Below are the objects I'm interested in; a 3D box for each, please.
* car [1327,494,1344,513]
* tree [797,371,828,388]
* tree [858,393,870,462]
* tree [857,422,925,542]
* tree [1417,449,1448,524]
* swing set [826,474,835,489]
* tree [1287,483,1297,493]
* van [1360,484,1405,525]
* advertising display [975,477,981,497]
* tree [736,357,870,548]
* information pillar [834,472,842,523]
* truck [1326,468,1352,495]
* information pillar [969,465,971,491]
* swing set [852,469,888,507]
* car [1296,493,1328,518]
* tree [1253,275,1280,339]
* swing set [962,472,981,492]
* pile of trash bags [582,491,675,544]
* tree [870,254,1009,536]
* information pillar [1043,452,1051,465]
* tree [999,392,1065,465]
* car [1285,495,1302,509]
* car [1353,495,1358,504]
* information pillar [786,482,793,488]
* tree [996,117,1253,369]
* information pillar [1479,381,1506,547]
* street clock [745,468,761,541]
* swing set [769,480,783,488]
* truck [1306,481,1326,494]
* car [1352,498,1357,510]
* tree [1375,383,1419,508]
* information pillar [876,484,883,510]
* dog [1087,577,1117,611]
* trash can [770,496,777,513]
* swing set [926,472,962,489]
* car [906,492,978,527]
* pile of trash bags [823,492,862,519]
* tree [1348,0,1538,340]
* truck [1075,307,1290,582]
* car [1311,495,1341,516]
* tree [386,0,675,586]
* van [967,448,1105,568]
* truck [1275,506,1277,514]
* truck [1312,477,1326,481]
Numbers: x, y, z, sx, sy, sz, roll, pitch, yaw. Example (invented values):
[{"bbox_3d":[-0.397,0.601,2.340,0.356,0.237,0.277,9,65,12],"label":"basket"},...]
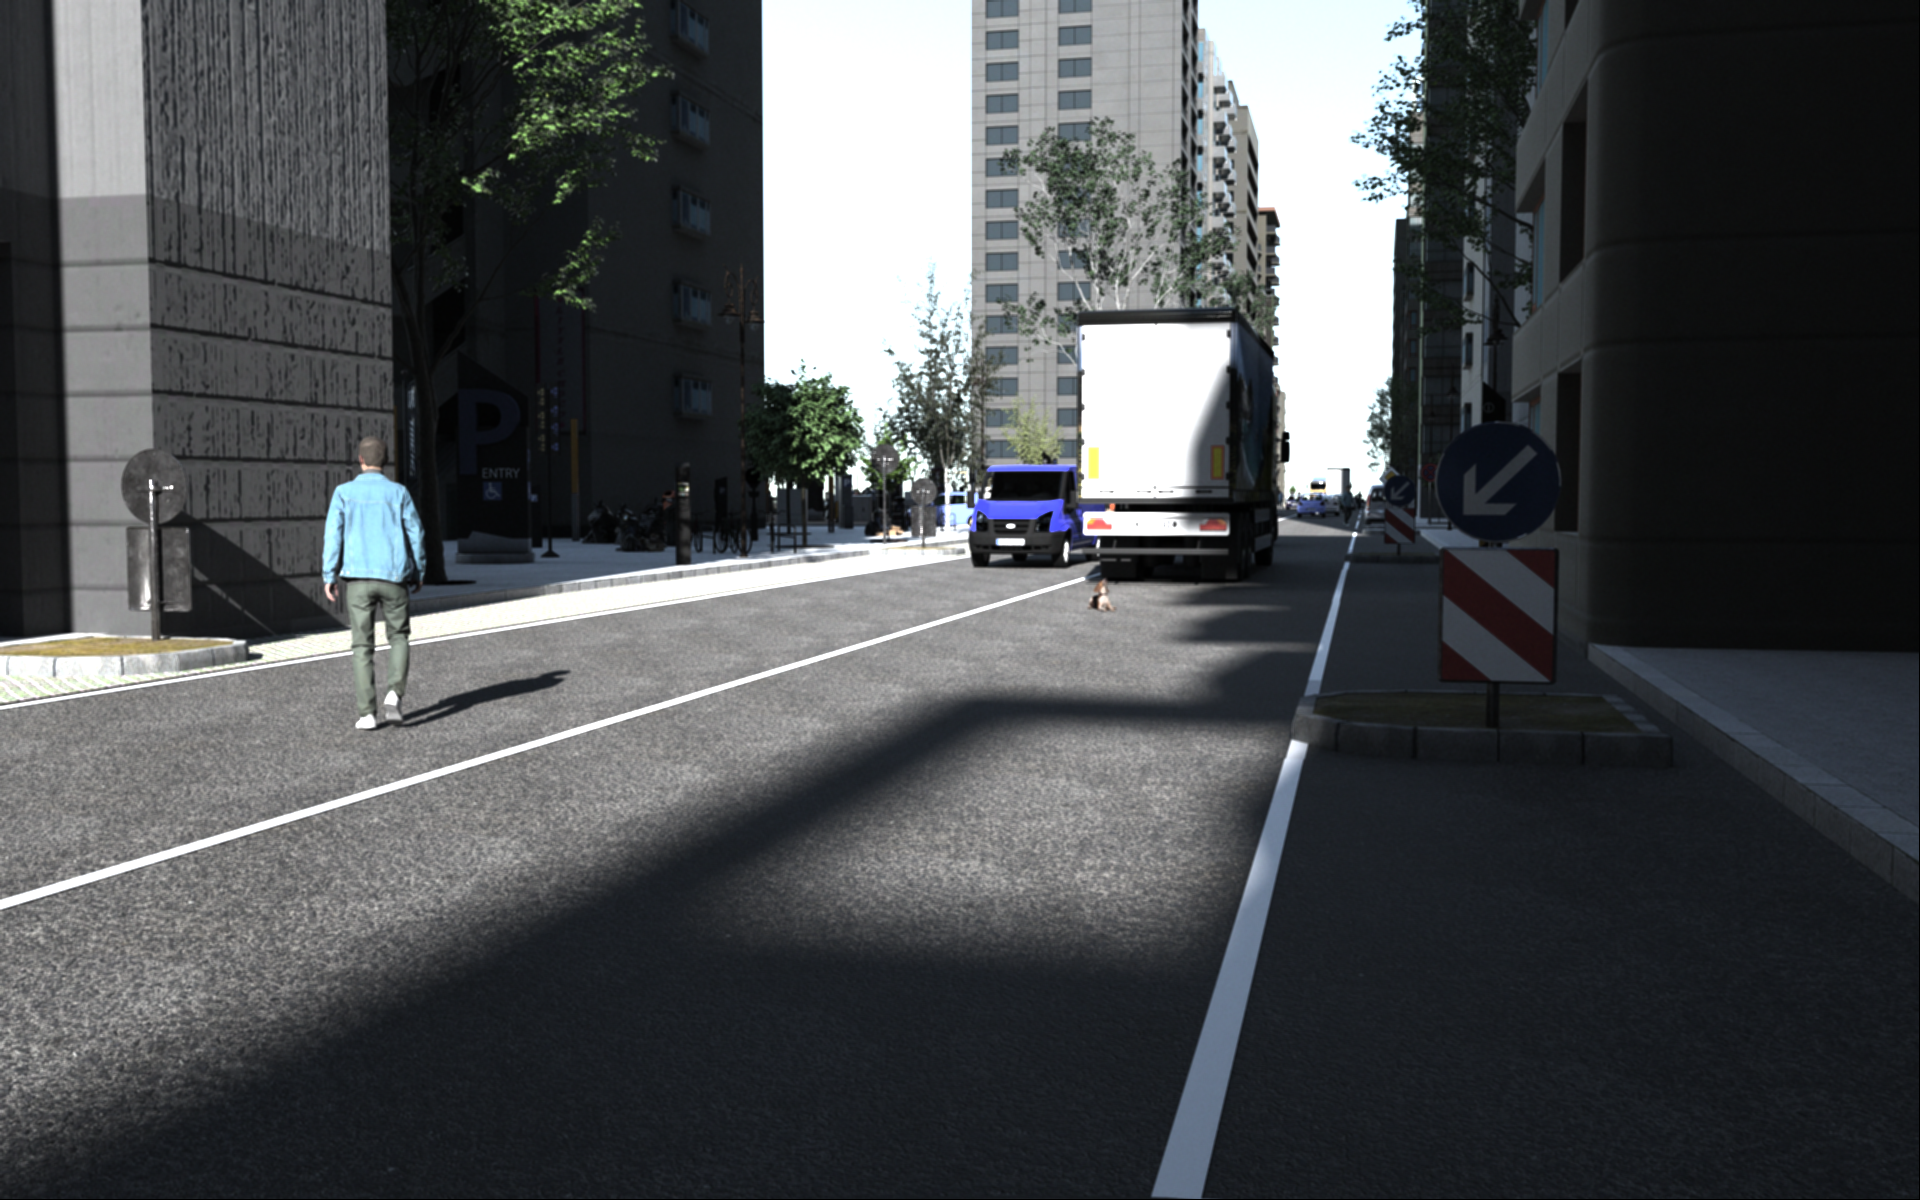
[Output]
[{"bbox_3d":[29.230,-7.542,135.116,2.131,1.459,4.920,1,4,13],"label":"car"},{"bbox_3d":[-8.745,-9.340,103.063,4.737,8.622,4.395,0,3,0],"label":"tree"},{"bbox_3d":[-5.628,-10.574,123.243,4.360,8.622,3.978,0,3,0],"label":"tree"},{"bbox_3d":[-2.033,-3.170,46.425,1.663,3.219,1.824,0,3,0],"label":"tree"},{"bbox_3d":[20.650,-4.922,75.077,1.663,3.219,1.824,0,3,0],"label":"tree"},{"bbox_3d":[-9.573,-8.502,136.623,2.862,2.851,3.119,2,4,28],"label":"swing set"},{"bbox_3d":[58.107,-18.826,302.401,1.663,3.219,1.824,0,3,0],"label":"tree"},{"bbox_3d":[18.241,-4.125,74.452,2.013,2.044,4.112,1,4,12],"label":"van"},{"bbox_3d":[1.151,-4.246,74.629,0.974,1.923,0.123,0,4,7],"label":"advertising display"},{"bbox_3d":[-3.762,-3.548,41.719,4.285,4.588,4.351,0,3,0],"label":"tree"},{"bbox_3d":[-5.307,-5.218,76.669,0.504,3.616,0.183,0,4,5],"label":"information pillar"},{"bbox_3d":[41.495,-12.287,189.808,2.839,4.237,11.283,1,4,13],"label":"truck"},{"bbox_3d":[0.776,-8.543,131.033,0.183,3.616,0.504,1,4,9],"label":"information pillar"},{"bbox_3d":[-4.997,-6.876,110.048,3.119,2.851,2.862,0,4,2],"label":"swing set"},{"bbox_3d":[21.438,-5.870,105.558,1.945,1.707,3.694,1,4,12],"label":"car"},{"bbox_3d":[17.731,-17.115,135.716,12.611,20.169,13.585,0,3,0],"label":"tree"},{"bbox_3d":[2.386,-7.398,118.583,3.119,2.851,2.862,2,4,32],"label":"swing set"},{"bbox_3d":[-8.202,-2.132,44.618,3.447,1.369,1.912,3,5,44],"label":"pile of trash bags"},{"bbox_3d":[-0.388,-6.276,52.969,4.360,8.622,3.978,0,3,0],"label":"tree"},{"bbox_3d":[4.710,-6.290,94.200,0.504,3.616,0.183,1,4,8],"label":"information pillar"},{"bbox_3d":[4.903,-10.679,124.960,4.737,8.622,4.395,0,3,0],"label":"tree"},{"bbox_3d":[31.573,-9.192,162.877,1.945,1.354,3.894,1,4,14],"label":"car"},{"bbox_3d":[58.316,-14.959,257.164,1.945,1.354,3.894,1,4,13],"label":"car"},{"bbox_3d":[-8.925,-5.272,90.685,0.304,2.012,0.304,-2,4,-35],"label":"information pillar"},{"bbox_3d":[7.758,-14.021,85.133,12.611,20.169,13.585,0,3,0],"label":"tree"},{"bbox_3d":[10.972,-2.715,35.745,0.504,3.616,0.183,1,4,14],"label":"information pillar"},{"bbox_3d":[-5.648,-2.624,47.475,0.471,2.002,0.358,0,4,3],"label":"street clock"},{"bbox_3d":[-10.070,-5.294,84.169,3.119,2.851,2.862,2,4,24],"label":"swing set"},{"bbox_3d":[53.567,-16.037,258.120,3.469,3.379,9.791,1,4,15],"label":"truck"},{"bbox_3d":[35.060,-8.888,157.681,2.083,1.381,4.827,1,4,14],"label":"car"},{"bbox_3d":[28.918,-9.837,111.202,4.360,8.622,3.978,0,3,0],"label":"tree"},{"bbox_3d":[-3.946,-4.932,85.127,0.304,2.012,0.304,-2,4,-27],"label":"information pillar"},{"bbox_3d":[1.822,-0.081,21.516,0.550,0.427,0.748,2,4,33],"label":"dog"},{"bbox_3d":[-11.900,-6.129,111.862,0.748,1.137,0.748,0,3,0],"label":"trash can"},{"bbox_3d":[-0.839,-7.680,123.181,3.119,2.851,2.862,0,4,-3],"label":"swing set"},{"bbox_3d":[-0.422,-3.664,69.503,3.694,1.707,1.945,1,4,14],"label":"car"},{"bbox_3d":[-6.479,-5.296,96.334,1.912,1.369,3.447,2,4,30],"label":"pile of trash bags"},{"bbox_3d":[9.985,-6.269,28.246,9.928,11.665,9.643,0,3,0],"label":"tree"},{"bbox_3d":[4.324,-2.617,31.705,2.839,4.237,11.283,1,4,14],"label":"truck"},{"bbox_3d":[24.249,-6.279,115.018,2.083,1.381,4.827,1,4,12],"label":"car"},{"bbox_3d":[-7.657,-6.032,24.379,9.928,11.665,9.643,0,3,0],"label":"tree"},{"bbox_3d":[1.635,-1.898,35.416,2.240,2.365,5.245,1,4,15],"label":"van"},{"bbox_3d":[19.728,-7.698,115.618,2.967,4.110,18.799,1,4,12],"label":"truck"},{"bbox_3d":[57.516,-17.488,275.681,2.967,4.110,18.799,1,4,13],"label":"truck"}]
